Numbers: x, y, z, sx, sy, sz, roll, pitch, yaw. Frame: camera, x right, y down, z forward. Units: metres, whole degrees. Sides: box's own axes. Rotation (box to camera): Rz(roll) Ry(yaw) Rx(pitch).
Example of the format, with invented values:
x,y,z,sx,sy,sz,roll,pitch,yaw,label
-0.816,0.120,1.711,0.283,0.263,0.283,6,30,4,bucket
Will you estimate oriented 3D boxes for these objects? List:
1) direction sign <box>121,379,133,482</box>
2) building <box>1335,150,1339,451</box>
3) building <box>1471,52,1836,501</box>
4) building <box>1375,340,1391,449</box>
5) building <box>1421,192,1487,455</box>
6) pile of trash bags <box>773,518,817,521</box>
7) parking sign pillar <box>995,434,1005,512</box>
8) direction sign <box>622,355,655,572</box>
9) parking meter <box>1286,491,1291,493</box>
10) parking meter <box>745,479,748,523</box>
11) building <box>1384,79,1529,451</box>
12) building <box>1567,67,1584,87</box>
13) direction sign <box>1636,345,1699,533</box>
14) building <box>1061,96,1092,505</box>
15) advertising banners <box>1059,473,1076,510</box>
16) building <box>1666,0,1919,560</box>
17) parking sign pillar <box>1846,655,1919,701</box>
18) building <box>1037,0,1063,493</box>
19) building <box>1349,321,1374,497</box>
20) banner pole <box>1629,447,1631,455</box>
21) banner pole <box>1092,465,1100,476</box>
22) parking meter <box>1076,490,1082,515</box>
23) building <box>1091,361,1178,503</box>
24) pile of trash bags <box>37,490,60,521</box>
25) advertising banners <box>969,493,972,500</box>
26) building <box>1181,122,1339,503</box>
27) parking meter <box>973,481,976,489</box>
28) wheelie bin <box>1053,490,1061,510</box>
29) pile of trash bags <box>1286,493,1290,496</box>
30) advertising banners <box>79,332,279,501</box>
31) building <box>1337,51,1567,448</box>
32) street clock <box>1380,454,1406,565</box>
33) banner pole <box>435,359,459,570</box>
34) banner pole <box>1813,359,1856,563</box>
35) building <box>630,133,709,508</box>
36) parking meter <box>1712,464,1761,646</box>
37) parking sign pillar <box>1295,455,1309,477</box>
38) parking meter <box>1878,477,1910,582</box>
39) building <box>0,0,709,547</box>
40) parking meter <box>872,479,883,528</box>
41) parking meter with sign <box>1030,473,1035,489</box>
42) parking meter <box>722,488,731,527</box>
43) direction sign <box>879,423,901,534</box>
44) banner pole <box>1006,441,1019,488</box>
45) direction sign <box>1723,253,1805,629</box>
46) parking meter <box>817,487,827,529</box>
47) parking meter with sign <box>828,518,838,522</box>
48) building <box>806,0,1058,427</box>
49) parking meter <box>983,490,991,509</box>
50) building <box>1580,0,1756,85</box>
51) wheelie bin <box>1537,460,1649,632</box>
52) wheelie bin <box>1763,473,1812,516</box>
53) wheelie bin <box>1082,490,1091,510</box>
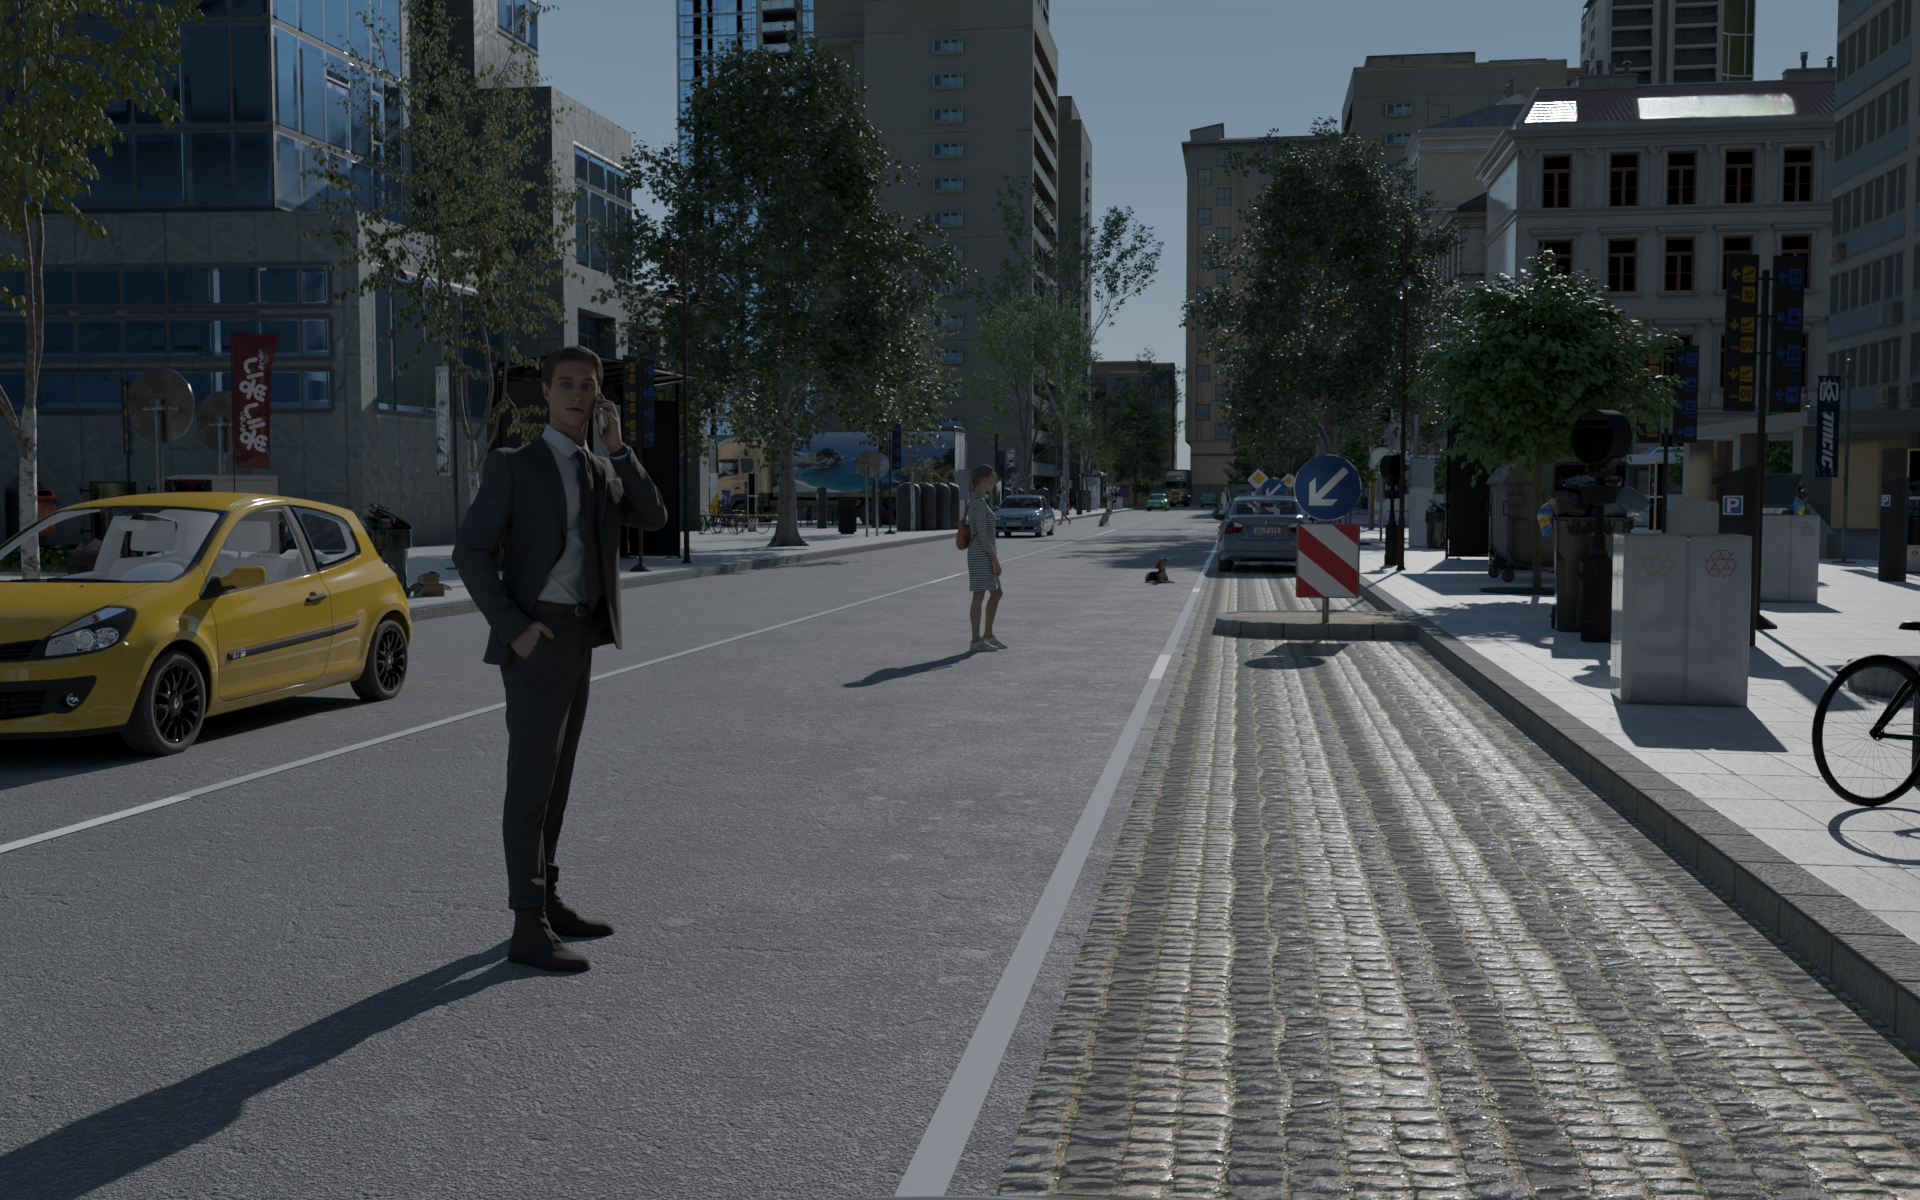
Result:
x,y,z,sx,sy,sz,roll,pitch,yaw,label
-16.571,-2.601,34.528,0.379,3.537,0.876,-1,4,-16,direction sign
52.014,-34.012,206.209,14.600,45.320,14.200,1,4,9,building
36.505,-15.190,84.516,21.152,22.565,11.583,1,4,9,building
40.184,-18.901,138.701,12.332,23.373,15.834,1,4,9,building
32.677,-14.460,101.052,10.561,19.102,19.286,1,4,9,building
-7.583,-4.539,83.967,1.912,1.369,3.447,2,4,31,pile of trash bags
1.791,-5.488,78.201,1.447,3.967,1.447,0,4,2,parking sign pillar
-5.293,-2.239,28.612,0.379,3.537,0.876,1,4,23,direction sign
23.776,-7.162,125.510,0.372,1.533,0.369,0,3,0,parking meter
-8.206,-3.765,67.268,0.255,1.863,0.399,0,3,0,parking meter
37.225,-20.471,120.604,13.634,28.700,20.117,1,4,9,building
73.318,-42.959,244.374,28.212,58.520,21.231,1,4,9,building
10.801,-2.111,26.510,0.876,3.537,0.379,1,4,12,direction sign
4.500,-35.828,209.481,21.600,48.544,21.300,1,4,9,building
9.059,-9.005,143.412,2.074,3.025,0.090,-2,4,-28,advertising banners
34.177,-21.131,37.372,32.217,40.220,23.993,1,4,9,building
6.506,-1.379,11.016,1.447,3.967,1.447,2,4,25,parking sign pillar
0.984,-45.612,184.011,20.563,71.187,20.611,1,4,9,building
51.419,-19.450,163.039,27.650,21.520,28.899,1,4,9,building
30.117,-5.404,78.373,0.863,3.779,0.401,-1,4,-21,banner pole
11.830,-9.798,150.209,0.863,3.779,0.401,2,4,24,banner pole
7.306,-5.968,105.989,0.372,1.533,0.369,0,3,0,parking meter
17.325,-25.235,257.635,28.899,21.520,27.650,1,4,9,building
-19.602,-1.489,34.092,3.447,1.369,1.912,-3,5,-43,pile of trash bags
0.136,-9.326,148.675,2.074,3.025,0.090,0,4,-2,advertising banners
46.398,-40.570,252.559,27.495,52.752,28.713,1,4,9,building
0.793,-4.326,76.438,0.399,1.863,0.255,-3,5,-42,parking meter
7.906,-8.090,140.186,0.693,1.594,0.980,-3,4,-36,wheelie bin
20.696,-6.055,108.744,1.912,1.369,3.447,0,4,6,pile of trash bags
-8.228,-1.358,18.387,2.074,3.025,0.090,-3,5,-43,advertising banners
52.559,-34.487,187.558,21.300,48.544,21.600,1,4,9,building
7.781,-1.628,31.184,0.471,2.002,0.358,-3,4,-38,street clock
-8.761,-2.424,29.654,0.401,3.779,0.863,-3,5,-45,banner pole
16.287,-2.582,32.233,0.863,3.779,0.401,0,4,-7,banner pole
-21.459,-55.051,212.747,31.000,86.520,22.319,1,4,9,building
6.575,-0.385,14.713,0.372,1.533,0.369,0,3,0,parking meter
23.520,-7.919,117.943,1.447,3.967,1.447,-1,4,-12,parking sign pillar
13.715,-1.042,25.443,0.372,1.533,0.369,0,3,0,parking meter
-25.863,-45.065,49.487,31.000,86.520,22.319,1,4,9,building
-3.153,-3.683,65.935,0.399,1.863,0.255,-1,4,-13,parking meter
6.154,-9.133,145.587,0.543,3.016,1.738,2,4,29,parking meter with sign
-9.158,-3.643,67.974,0.372,1.533,0.369,0,3,0,parking meter
-2.245,-3.882,55.465,0.876,3.537,0.379,2,4,34,direction sign
2.536,-5.629,82.044,0.863,3.779,0.401,-3,4,-36,banner pole
7.628,-1.498,16.493,0.876,3.537,0.379,-1,4,-17,direction sign
-5.116,-3.409,64.141,0.372,1.533,0.369,0,3,0,parking meter
-5.418,-5.198,81.249,1.738,3.016,0.543,-1,4,-22,parking meter with sign
-2.486,-33.041,163.923,21.300,48.544,21.600,1,4,9,building
1.111,-3.749,69.703,0.372,1.533,0.369,0,3,0,parking meter
97.476,-48.963,238.799,20.611,71.187,20.563,1,4,9,building
5.912,-0.507,16.192,0.980,1.594,0.693,1,4,17,wheelie bin
12.638,-1.149,26.702,0.693,1.594,0.980,-2,4,-32,wheelie bin
10.042,-7.905,137.150,0.980,1.594,0.693,3,4,38,wheelie bin
